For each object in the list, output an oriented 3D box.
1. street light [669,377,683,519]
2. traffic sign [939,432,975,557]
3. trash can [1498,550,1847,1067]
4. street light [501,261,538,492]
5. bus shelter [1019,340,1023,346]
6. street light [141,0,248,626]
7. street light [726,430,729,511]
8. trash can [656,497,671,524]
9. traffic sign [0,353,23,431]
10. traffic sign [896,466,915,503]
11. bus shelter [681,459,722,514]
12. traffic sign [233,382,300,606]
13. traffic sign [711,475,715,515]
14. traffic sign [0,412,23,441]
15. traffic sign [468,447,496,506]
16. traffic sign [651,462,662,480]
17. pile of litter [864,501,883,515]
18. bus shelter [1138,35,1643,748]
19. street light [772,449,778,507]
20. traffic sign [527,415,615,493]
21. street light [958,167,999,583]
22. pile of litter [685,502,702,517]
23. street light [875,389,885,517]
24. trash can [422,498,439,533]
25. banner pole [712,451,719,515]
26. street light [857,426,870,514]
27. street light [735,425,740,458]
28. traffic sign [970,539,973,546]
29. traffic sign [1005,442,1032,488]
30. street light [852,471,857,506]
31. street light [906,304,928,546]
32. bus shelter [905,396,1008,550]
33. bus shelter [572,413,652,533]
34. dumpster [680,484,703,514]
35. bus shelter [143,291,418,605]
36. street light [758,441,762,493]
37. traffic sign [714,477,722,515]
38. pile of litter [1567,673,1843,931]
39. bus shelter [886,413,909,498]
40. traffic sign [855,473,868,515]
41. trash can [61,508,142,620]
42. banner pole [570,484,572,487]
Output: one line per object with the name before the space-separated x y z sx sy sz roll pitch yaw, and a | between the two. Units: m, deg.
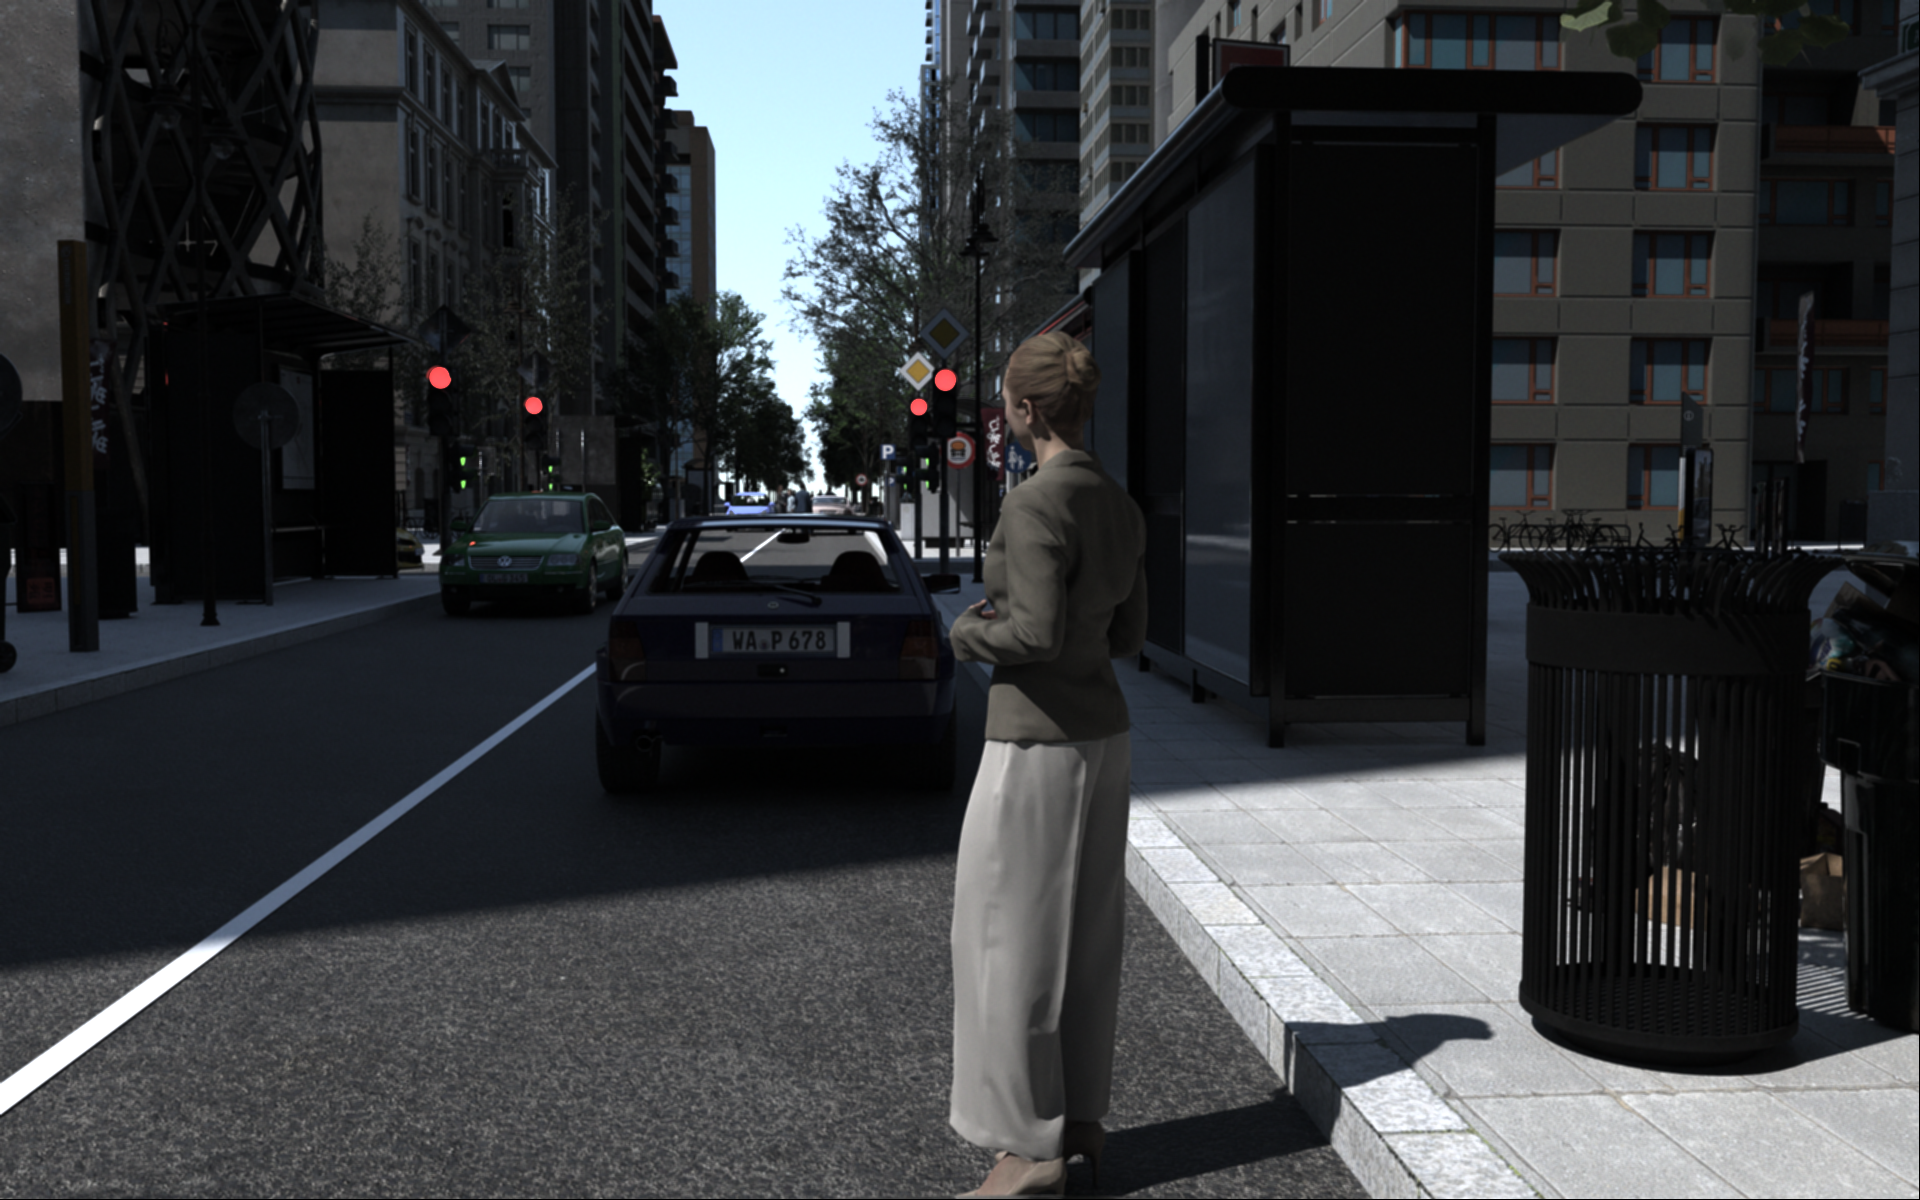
street light | -11.177 -5.840 68.266 0.468 5.910 1.993 0 4 -4
traffic sign | -0.039 -2.157 35.369 0.768 2.556 0.104 0 4 0
trash can | 1.642 0.464 4.063 0.748 1.137 0.748 0 3 0
street light | -8.754 -3.779 34.577 0.468 5.910 1.993 0 4 -4
bus shelter | 1.995 -2.698 21.743 2.179 5.291 8.768 0 4 -4
street light | -7.330 -2.689 16.753 0.468 5.910 1.993 0 4 -4
street light | -13.612 -7.858 101.265 0.468 5.910 1.993 0 4 -4
trash can | -12.640 -3.785 73.546 0.748 1.137 0.748 0 3 0
traffic sign | -8.484 -0.911 15.002 0.768 2.556 0.104 0 4 5
traffic sign | -1.948 -3.882 63.571 0.768 2.556 0.104 0 4 2
bus shelter | -15.132 -6.589 101.650 2.014 3.302 5.546 0 4 -4
traffic sign | -7.928 -1.205 19.808 0.768 2.556 0.104 0 4 1
traffic sign | -15.556 -6.629 108.482 0.768 2.556 0.104 0 4 -3
traffic sign | -9.479 -0.957 16.832 0.795 2.450 0.064 0 4 4
traffic sign | -10.393 -2.172 37.646 0.606 2.300 0.079 0 4 1
traffic sign | -12.368 -4.249 69.572 0.768 2.556 0.104 0 4 1
pile of litter | -5.067 -5.596 105.464 1.719 0.858 1.176 -1 4 -17
bus shelter | 2.050 -2.157 12.899 2.179 5.291 8.768 0 4 -4
street light | -19.201 -12.518 177.458 0.468 5.910 1.993 0 4 -4
traffic sign | -10.065 -3.116 44.811 2.265 3.308 0.079 0 4 -1
street light | 0.259 -3.188 24.915 0.468 5.910 1.993 0 4 -4
pile of litter | -14.371 -4.928 94.534 1.719 0.858 1.176 1 4 15
street light | -3.481 -6.301 75.808 0.468 5.910 1.993 0 4 -4
trash can | -17.547 -2.820 57.754 0.748 1.137 0.748 0 3 0
banner pole | -13.719 -6.551 97.131 0.401 3.779 0.863 -3 4 -38
street light | -6.552 -8.860 117.655 0.468 5.910 1.993 0 4 -4
street light | -14.225 -8.402 110.161 0.468 5.910 1.993 0 4 -4
traffic sign | 0.286 -2.590 42.358 0.884 2.594 0.081 0 4 -1
traffic sign | 1.377 -2.599 42.592 0.768 2.556 0.104 0 4 0
street light | -8.955 -10.875 150.588 0.468 5.910 1.993 0 4 -4
street light | -1.058 -4.257 42.389 0.468 5.910 1.993 0 4 -4
bus shelter | -0.111 -2.732 38.587 2.014 3.302 5.546 0 4 -4
bus shelter | -10.668 -3.804 53.484 1.731 3.624 6.357 0 4 -4
dumpster | -15.044 -5.583 97.032 1.264 1.857 1.865 0 4 -4
bus shelter | -8.828 -1.950 23.158 1.731 3.624 6.357 0 4 -4
street light | -16.639 -10.449 143.621 0.468 5.910 1.993 0 4 -4
traffic sign | -15.143 -6.511 107.642 0.795 2.450 0.064 0 4 -3
pile of litter | 2.757 0.517 5.517 1.719 0.858 1.176 0 4 2
bus shelter | -2.579 -6.373 81.830 2.179 5.291 8.768 0 4 -4
traffic sign | -6.063 -6.531 106.880 0.768 2.556 0.104 0 4 2
trash can | -8.842 -0.381 17.881 0.748 1.137 0.748 0 3 0
banner pole | -18.086 -5.601 81.590 0.863 3.779 0.401 3 4 36
